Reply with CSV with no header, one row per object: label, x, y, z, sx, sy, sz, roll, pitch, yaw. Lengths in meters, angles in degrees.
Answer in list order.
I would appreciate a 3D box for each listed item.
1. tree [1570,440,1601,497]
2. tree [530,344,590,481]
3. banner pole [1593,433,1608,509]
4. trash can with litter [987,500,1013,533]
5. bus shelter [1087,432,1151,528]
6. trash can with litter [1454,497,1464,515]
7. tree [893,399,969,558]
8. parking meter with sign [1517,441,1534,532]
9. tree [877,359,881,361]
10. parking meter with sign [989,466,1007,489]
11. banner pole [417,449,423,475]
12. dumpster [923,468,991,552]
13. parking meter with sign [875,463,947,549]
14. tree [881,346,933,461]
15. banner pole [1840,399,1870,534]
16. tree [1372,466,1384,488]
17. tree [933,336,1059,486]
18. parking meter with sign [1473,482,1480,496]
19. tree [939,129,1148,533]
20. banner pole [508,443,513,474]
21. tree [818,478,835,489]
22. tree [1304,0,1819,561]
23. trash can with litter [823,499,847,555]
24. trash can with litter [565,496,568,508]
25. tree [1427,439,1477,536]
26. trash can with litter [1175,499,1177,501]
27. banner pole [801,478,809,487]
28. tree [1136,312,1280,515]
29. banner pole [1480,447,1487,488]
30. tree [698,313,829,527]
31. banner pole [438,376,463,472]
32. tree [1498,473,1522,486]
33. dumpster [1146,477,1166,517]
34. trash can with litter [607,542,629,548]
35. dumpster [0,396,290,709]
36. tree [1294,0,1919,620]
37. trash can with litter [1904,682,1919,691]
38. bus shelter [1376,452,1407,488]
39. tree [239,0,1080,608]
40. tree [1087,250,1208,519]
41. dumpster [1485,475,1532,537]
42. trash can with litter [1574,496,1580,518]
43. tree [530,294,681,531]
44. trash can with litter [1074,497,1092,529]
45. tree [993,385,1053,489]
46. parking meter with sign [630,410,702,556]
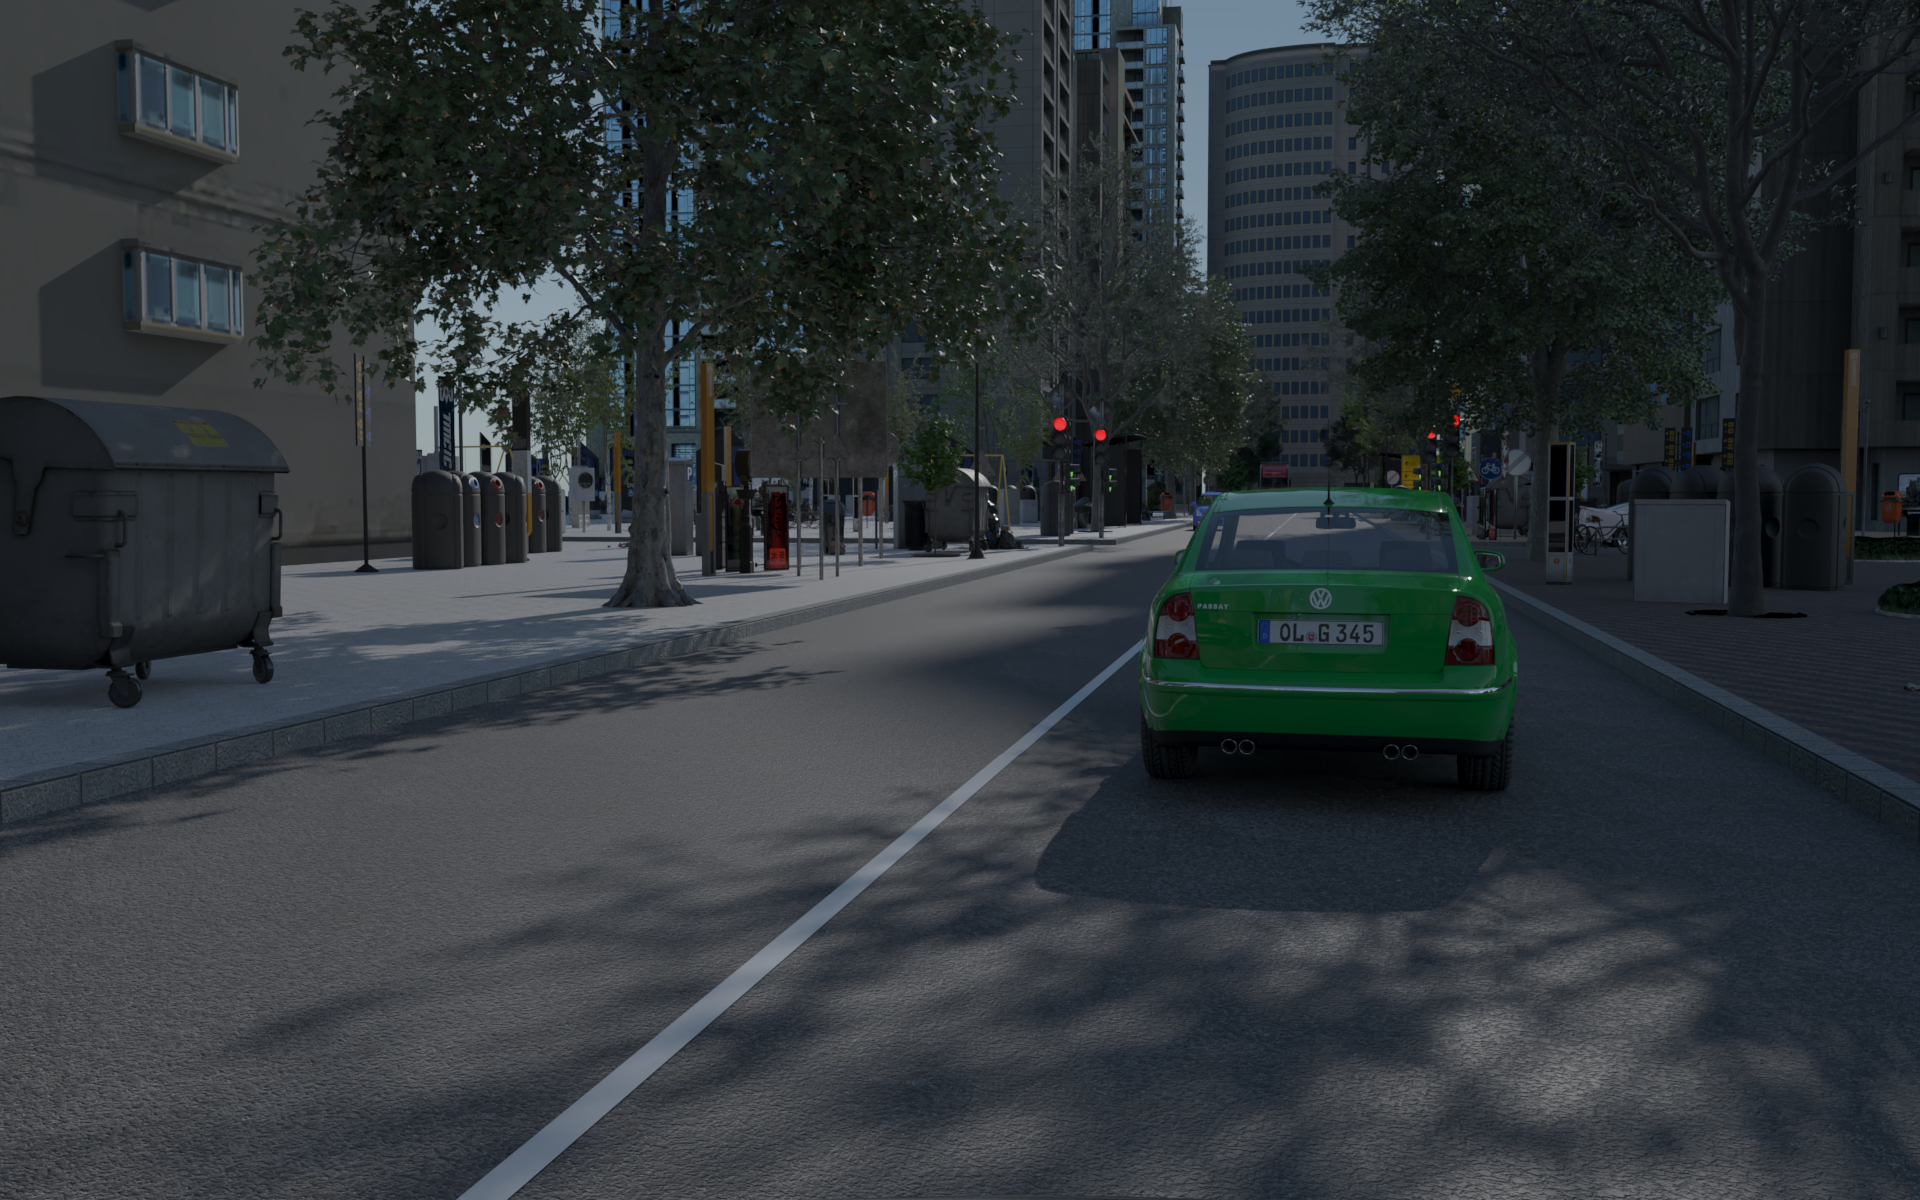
tree,21.355,-4.031,60.501,1.663,3.219,1.824,0,3,0
tree,-18.445,-7.844,78.619,4.360,8.622,3.978,0,3,0
banner pole,26.277,-4.954,71.023,0.401,3.779,0.863,-2,4,-24
trash can with litter,1.137,-2.603,53.952,1.055,1.170,0.624,1,4,12
bus shelter,6.467,-4.765,69.186,1.731,3.624,6.357,1,4,12
trash can with litter,34.243,-6.650,120.117,1.055,1.170,0.624,0,4,-4
tree,-0.640,-2.496,35.407,1.663,3.219,1.824,0,3,0
parking meter with sign,18.791,-3.710,56.917,0.543,3.016,1.738,0,4,-2
tree,-6.256,-7.536,73.571,4.360,8.622,3.978,0,3,0
parking meter with sign,2.077,-6.906,109.170,1.738,3.016,0.543,-1,4,-15
banner pole,-26.842,-5.824,85.236,0.863,3.779,0.401,-2,4,-27
dumpster,-0.076,-2.008,38.590,1.264,1.857,1.865,1,4,12
parking meter with sign,-1.172,-2.707,40.526,1.738,3.016,0.543,-1,4,-20
tree,-3.098,-8.243,85.131,4.360,8.622,3.978,0,3,0
banner pole,23.769,-3.421,45.958,0.863,3.779,0.401,3,5,44
tree,26.360,-6.942,108.110,1.663,3.219,1.824,0,3,0
tree,2.059,-10.820,102.661,9.928,11.665,9.643,0,3,0
parking meter with sign,28.830,-6.154,96.886,1.738,3.016,0.543,-1,4,-20
tree,4.647,-9.021,57.864,12.009,13.543,11.850,0,3,0
banner pole,-16.562,-4.589,65.048,0.863,3.779,0.401,-1,4,-12
tree,-7.223,-9.036,98.093,4.737,8.622,4.395,0,3,0
tree,11.164,-7.731,33.054,9.857,13.997,8.962,0,3,0
trash can with litter,-2.611,-1.556,36.829,0.624,1.170,1.055,-1,4,-15
trash can with litter,-27.723,-6.677,120.561,1.055,1.170,0.624,3,5,43
tree,14.904,-3.567,52.916,1.663,3.219,1.824,0,3,0
trash can with litter,14.830,-6.739,121.567,0.624,1.170,1.055,1,4,18
banner pole,-7.160,-5.426,78.729,0.863,3.779,0.401,-3,5,-43
tree,13.972,-11.445,105.254,7.486,12.596,7.792,0,3,0
banner pole,27.643,-6.207,91.493,0.401,3.779,0.863,3,5,41
tree,-6.857,-6.583,57.987,4.360,8.622,3.978,0,3,0
banner pole,-9.527,-2.602,32.560,0.401,3.779,0.863,1,4,23
tree,25.289,-5.170,79.132,1.663,3.219,1.824,0,3,0
dumpster,11.202,-5.794,97.223,1.502,2.255,1.985,1,4,12
trash can with litter,-7.712,-1.884,41.854,1.678,1.210,2.233,-1,4,-22
dumpster,-5.355,-0.326,11.095,1.264,1.857,1.865,1,4,12
tree,8.242,-6.580,17.953,12.009,13.543,11.850,0,3,0
trash can with litter,6.641,0.048,10.280,1.678,1.210,2.233,-1,4,-8
bus shelter,24.792,-6.601,99.204,1.731,3.624,6.357,1,4,12
tree,-3.444,-6.274,19.590,9.611,12.733,9.660,0,3,0
tree,10.788,-11.160,89.114,9.857,13.997,8.962,0,3,0
dumpster,16.601,-2.852,52.393,1.264,1.857,1.865,1,4,12
trash can with litter,30.602,-4.537,85.240,2.233,1.210,1.678,-3,5,-42
tree,-12.082,-6.737,60.512,4.737,8.622,4.395,0,3,0
trash can with litter,4.368,-3.203,63.751,1.055,1.170,0.624,-3,5,-44
tree,4.453,-9.945,112.963,4.737,8.622,4.395,0,3,0
parking meter with sign,-5.944,-2.436,36.093,1.738,3.016,0.543,1,4,13
